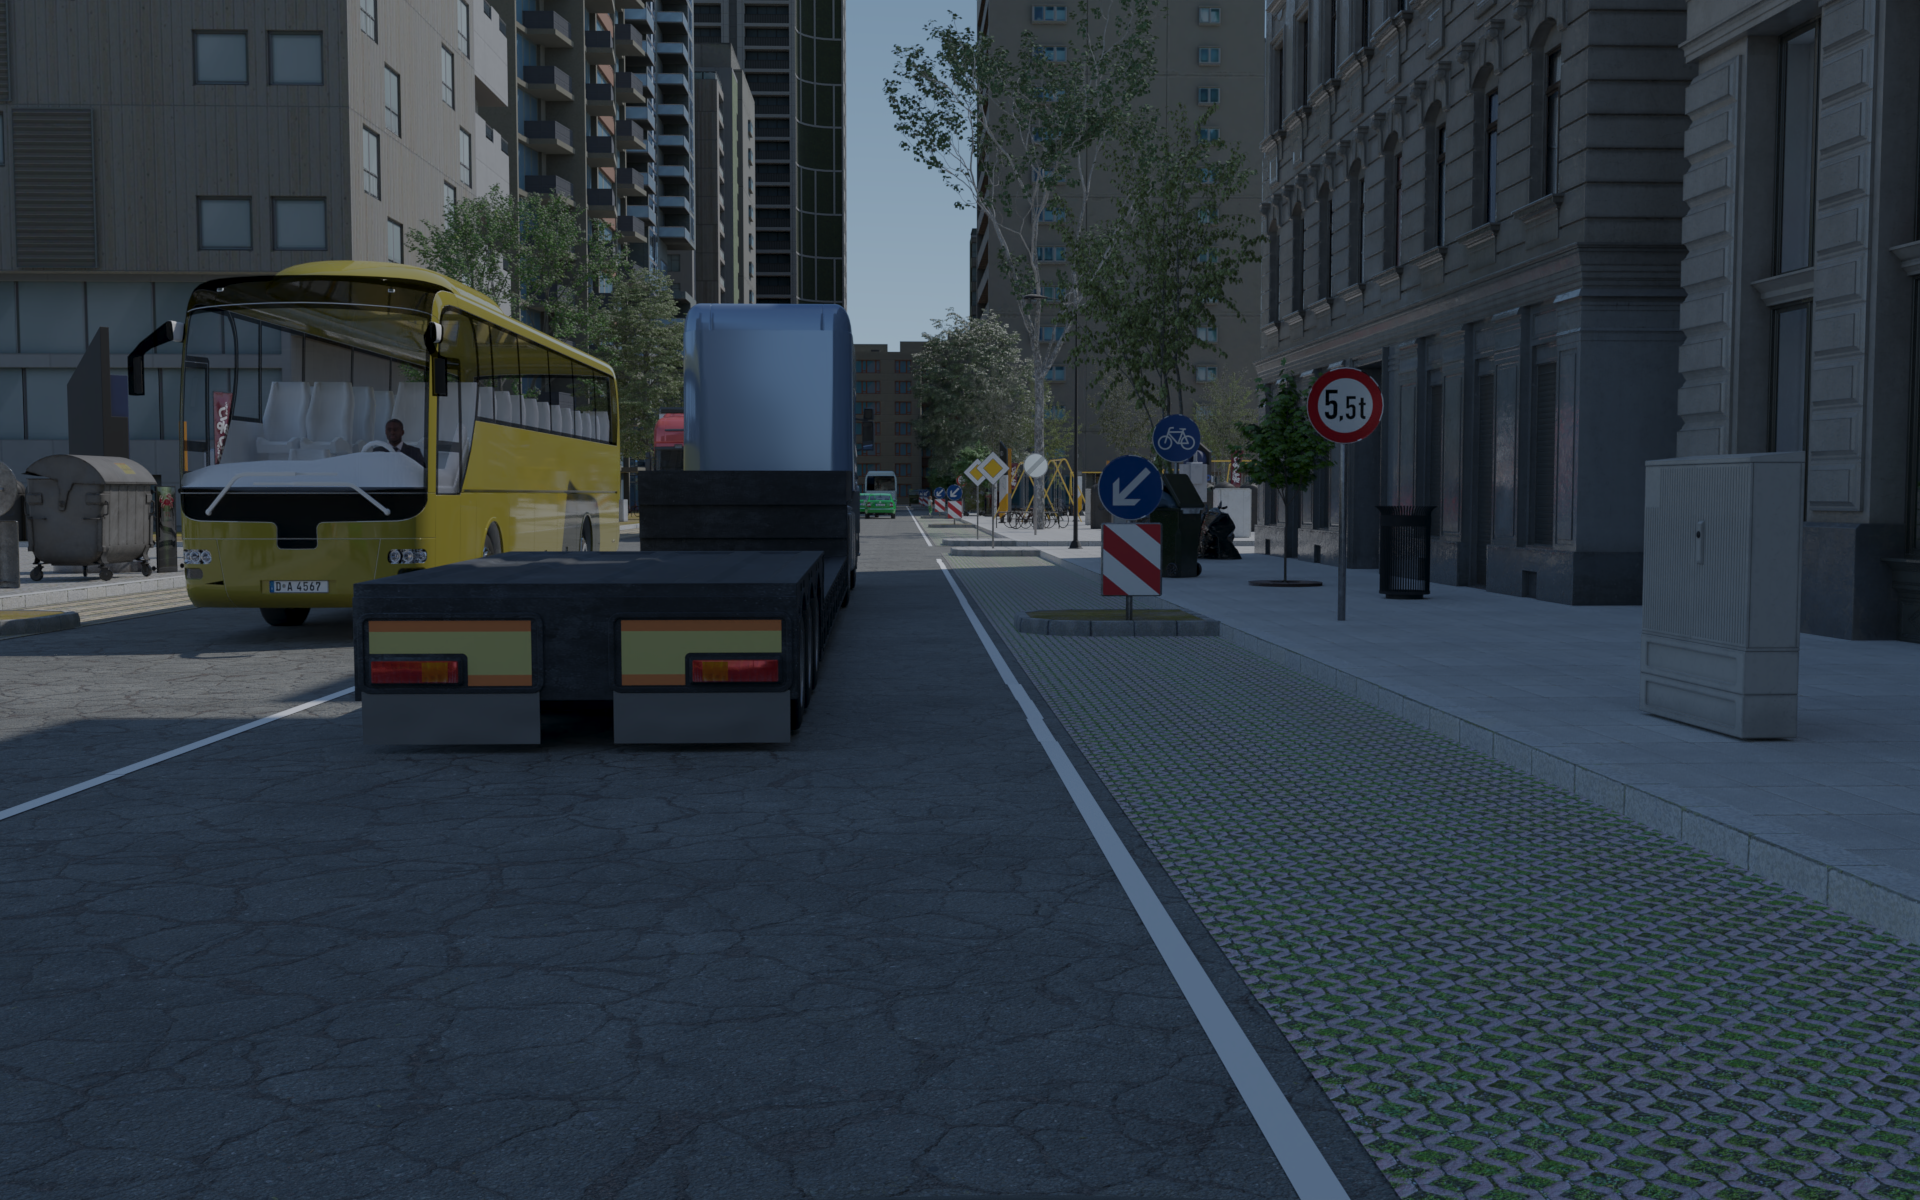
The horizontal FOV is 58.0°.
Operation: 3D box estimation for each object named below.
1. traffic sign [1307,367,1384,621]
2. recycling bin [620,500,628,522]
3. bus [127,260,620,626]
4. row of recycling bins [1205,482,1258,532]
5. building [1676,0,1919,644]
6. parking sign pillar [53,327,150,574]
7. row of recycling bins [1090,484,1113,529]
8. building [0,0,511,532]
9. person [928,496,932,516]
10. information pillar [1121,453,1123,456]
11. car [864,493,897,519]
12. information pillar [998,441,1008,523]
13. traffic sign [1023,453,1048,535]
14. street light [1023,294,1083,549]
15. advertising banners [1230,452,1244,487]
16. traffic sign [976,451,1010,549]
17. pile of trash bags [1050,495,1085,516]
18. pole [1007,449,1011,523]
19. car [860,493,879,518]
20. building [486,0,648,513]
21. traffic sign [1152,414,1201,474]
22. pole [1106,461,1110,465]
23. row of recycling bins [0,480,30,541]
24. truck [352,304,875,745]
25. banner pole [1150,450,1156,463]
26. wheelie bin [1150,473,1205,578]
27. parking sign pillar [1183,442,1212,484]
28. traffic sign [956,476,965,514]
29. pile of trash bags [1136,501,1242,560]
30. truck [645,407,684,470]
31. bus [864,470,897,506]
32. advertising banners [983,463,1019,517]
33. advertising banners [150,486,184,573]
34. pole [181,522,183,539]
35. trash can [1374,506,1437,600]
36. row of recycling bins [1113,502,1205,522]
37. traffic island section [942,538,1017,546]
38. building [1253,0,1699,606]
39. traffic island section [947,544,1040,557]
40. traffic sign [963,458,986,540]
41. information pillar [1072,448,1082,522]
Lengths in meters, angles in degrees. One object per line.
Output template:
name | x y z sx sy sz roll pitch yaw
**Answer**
traffic sign | 3.870 -1.063 17.488 0.768 2.556 0.104 0 4 3
recycling bin | -15.816 -4.134 80.147 0.722 1.027 0.722 0 4 4
bus | -6.512 -1.869 22.110 2.896 3.916 12.252 0 4 -3
row of recycling bins | 10.351 -3.188 59.243 3.534 1.692 1.069 -1 4 -10
building | 12.779 -11.018 9.029 11.050 23.489 19.941 0 4 -2
parking sign pillar | -14.179 -2.449 28.512 1.447 3.967 1.447 3 5 40
row of recycling bins | 5.984 -3.525 64.742 1.069 1.692 3.534 3 4 37
building | -34.040 -29.340 68.952 28.713 52.752 27.495 0 4 -2
person | -1.911 -5.985 110.595 0.306 1.304 0.590 1 4 15
information pillar | 9.304 -6.642 99.949 0.183 3.616 0.504 -1 4 -21
car | -4.674 -5.670 101.494 1.959 1.807 4.718 0 4 -3
information pillar | 1.911 -5.180 76.044 0.183 3.616 0.504 -3 5 -41
traffic sign | 2.360 -3.298 54.029 0.768 2.556 0.104 0 4 2
street light | 2.171 -4.154 40.464 1.470 5.913 1.316 0 4 -2
advertising banners | 10.304 -4.472 69.300 2.074 3.025 0.090 1 4 12
traffic sign | 0.774 -2.268 40.721 0.795 2.450 0.064 0 4 -2
pile of trash bags | 6.485 -5.649 102.105 1.912 1.369 3.447 1 4 17
pole | 2.208 -5.133 77.760 0.158 3.312 0.155 0 3 0
car | -5.882 -5.987 106.678 1.959 1.807 4.718 0 4 -3
building | -31.301 -27.572 105.427 22.147 44.769 28.867 0 4 -2
traffic sign | 3.459 -1.690 27.736 0.768 2.556 0.104 0 4 8
pole | 9.032 -6.852 105.873 0.158 3.312 0.155 0 3 0
row of recycling bins | -24.610 -2.465 47.422 3.534 1.692 1.069 0 4 -3
truck | -2.485 -1.774 18.766 2.967 4.110 18.799 0 4 -2
banner pole | 11.613 -6.948 103.619 0.401 3.779 0.863 2 4 24
wheelie bin | 3.292 -1.149 26.700 0.693 1.594 0.980 3 5 44
parking sign pillar | 10.316 -5.315 75.378 1.447 3.967 1.447 -3 5 -41
traffic sign | 0.158 -6.767 110.743 0.768 2.556 0.104 0 4 7
pile of trash bags | 4.476 -1.556 35.196 1.912 1.369 3.447 0 4 -5
truck | -8.613 -4.233 58.128 2.839 4.237 11.283 0 4 -4
bus | -6.685 -9.241 145.952 2.948 3.499 13.247 0 4 -3
advertising banners | 2.298 -6.197 97.513 2.074 3.025 0.090 1 4 16
advertising banners | -12.767 -2.001 28.899 0.090 3.025 2.074 1 4 15
pole | -21.833 -3.358 48.740 0.158 3.312 0.155 0 3 0
trash can | 5.460 -0.587 21.245 0.748 1.137 0.748 0 3 0
row of recycling bins | 7.428 -3.354 61.944 3.534 1.692 1.069 0 4 -7
traffic island section | 0.517 -1.621 48.780 2.009 0.180 2.903 0 4 -2
building | 11.396 -10.957 28.302 9.793 20.994 18.267 0 4 -2
traffic island section | 0.797 -1.133 40.800 2.009 0.180 2.903 0 4 -2
traffic sign | 0.494 -2.756 48.702 0.795 2.450 0.064 0 4 -2
information pillar | 5.479 -5.470 80.791 0.504 3.616 0.183 -3 5 -39
